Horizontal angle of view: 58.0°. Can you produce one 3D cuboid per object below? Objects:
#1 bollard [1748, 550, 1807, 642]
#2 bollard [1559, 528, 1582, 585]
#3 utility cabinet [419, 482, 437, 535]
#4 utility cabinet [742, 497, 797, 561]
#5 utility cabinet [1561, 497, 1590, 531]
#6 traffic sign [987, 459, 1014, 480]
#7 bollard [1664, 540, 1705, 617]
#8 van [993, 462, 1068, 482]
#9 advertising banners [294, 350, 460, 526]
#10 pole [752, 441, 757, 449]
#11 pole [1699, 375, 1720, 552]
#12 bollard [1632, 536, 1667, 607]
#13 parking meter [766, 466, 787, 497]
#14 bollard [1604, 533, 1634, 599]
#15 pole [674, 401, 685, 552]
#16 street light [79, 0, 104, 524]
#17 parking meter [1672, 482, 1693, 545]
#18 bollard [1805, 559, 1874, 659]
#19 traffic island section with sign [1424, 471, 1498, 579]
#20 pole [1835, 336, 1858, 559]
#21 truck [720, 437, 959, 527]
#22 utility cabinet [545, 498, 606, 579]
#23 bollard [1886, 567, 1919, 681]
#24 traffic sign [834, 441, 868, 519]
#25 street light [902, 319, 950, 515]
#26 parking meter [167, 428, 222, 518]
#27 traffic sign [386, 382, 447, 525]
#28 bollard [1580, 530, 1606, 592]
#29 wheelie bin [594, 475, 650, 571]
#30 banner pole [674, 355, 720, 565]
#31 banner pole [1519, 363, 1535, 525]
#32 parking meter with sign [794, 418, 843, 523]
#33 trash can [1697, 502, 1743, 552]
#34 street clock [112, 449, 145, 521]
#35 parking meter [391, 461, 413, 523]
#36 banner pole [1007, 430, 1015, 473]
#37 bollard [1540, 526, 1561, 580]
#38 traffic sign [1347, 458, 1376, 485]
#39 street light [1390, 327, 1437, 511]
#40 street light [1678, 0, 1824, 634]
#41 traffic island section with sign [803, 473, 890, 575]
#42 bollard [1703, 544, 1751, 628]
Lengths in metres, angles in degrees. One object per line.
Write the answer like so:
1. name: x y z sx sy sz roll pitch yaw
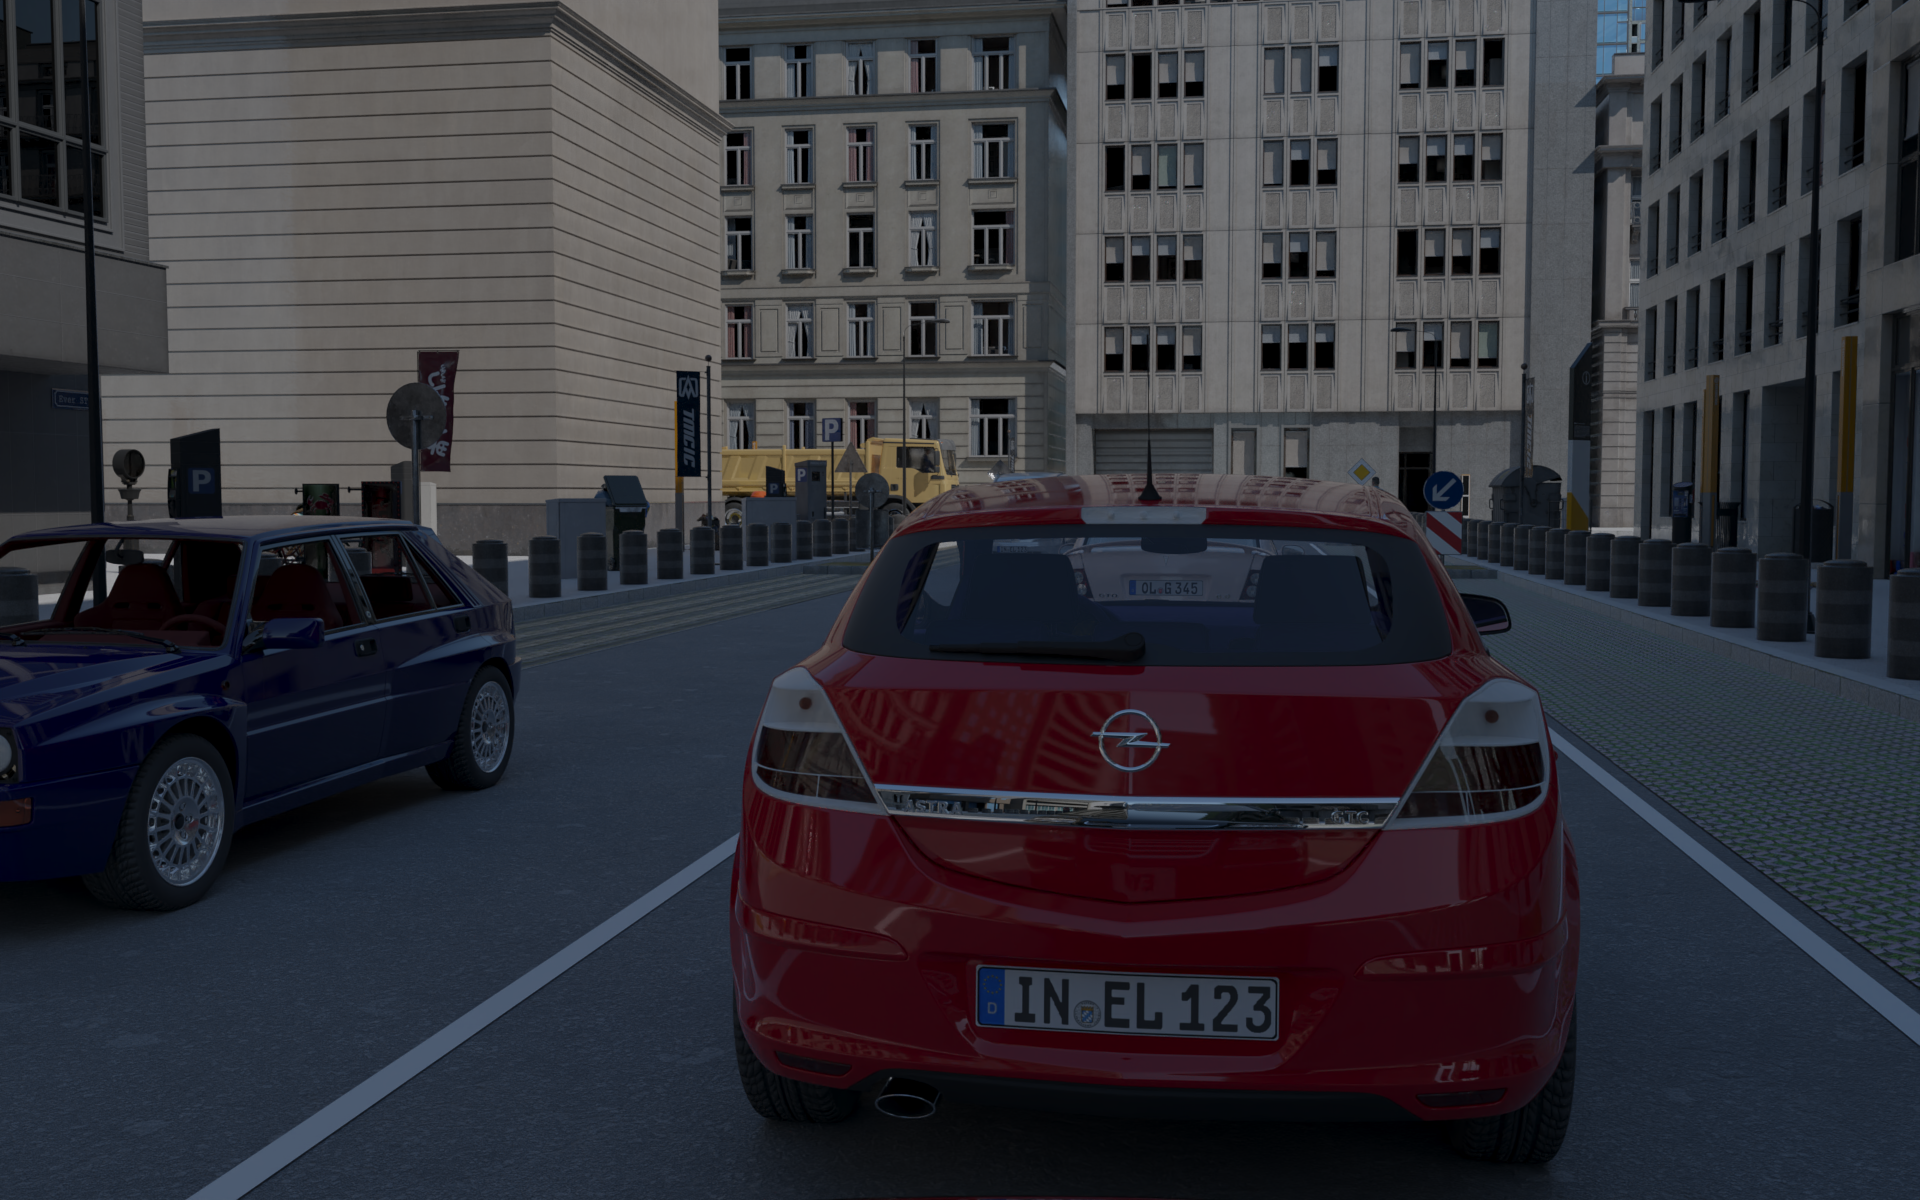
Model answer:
1. bollard: 7.208 -0.028 15.176 0.404 0.777 0.398 0 3 0
2. bollard: 8.765 -0.599 24.512 0.404 0.777 0.398 0 3 0
3. utility cabinet: -10.363 -1.442 32.255 1.173 1.500 0.318 0 4 5
4. utility cabinet: -3.669 -1.355 33.312 1.020 1.237 0.306 -2 4 -25
5. utility cabinet: 14.775 -1.862 41.606 0.306 1.237 1.020 3 5 42
6. traffic sign: 1.169 -2.856 50.346 0.795 2.450 0.064 1 4 9
7. bollard: 7.725 -0.218 18.281 0.404 0.777 0.398 0 3 0
8. van: 1.249 -1.539 32.179 2.013 2.044 4.112 1 4 10
9. advertising banners: -7.107 -1.528 21.163 2.074 3.025 0.090 0 4 3
10. pole: -7.936 -4.480 67.088 0.158 3.312 0.155 0 3 0
11. pole: 12.885 -2.195 29.734 0.158 3.312 0.155 0 3 0
12. bollard: 7.986 -0.313 19.840 0.404 0.777 0.398 0 3 0
13. parking meter: -3.806 -1.847 35.904 0.399 1.863 0.255 1 4 12
14. bollard: 8.246 -0.409 21.397 0.404 0.777 0.398 0 3 0
15. pole: -6.162 -2.703 38.033 0.158 3.312 0.155 0 3 0
16. street light: -6.385 -2.516 13.686 1.470 5.913 1.316 1 4 9
17. parking meter: 14.601 -1.628 35.022 0.372 1.533 0.369 0 3 0
18. bollard: 6.950 0.067 13.618 0.404 0.777 0.398 0 3 0
19. traffic island section with sign: 8.215 -1.315 30.132 1.989 1.847 2.006 1 4 9
20. pole: 11.498 -1.752 22.481 0.158 3.312 0.155 0 3 0
21. truck: -4.092 -3.959 60.659 9.791 3.379 3.469 1 4 10
22. utility cabinet: -5.872 -0.939 26.510 0.306 1.237 1.020 2 4 31
23. bollard: 6.688 0.162 12.061 0.404 0.777 0.398 0 3 0
24. traffic sign: -2.697 -2.613 42.727 0.884 2.594 0.081 1 4 19
25. street light: -0.954 -4.498 46.090 1.470 5.913 1.316 1 4 9
26. parking meter: -6.753 -0.587 15.308 0.399 1.863 0.255 -3 5 -42
27. traffic sign: -6.215 -1.203 19.779 0.768 2.556 0.104 1 4 14
28. bollard: 8.508 -0.503 22.947 0.404 0.777 0.398 0 3 0
29. wheelie bin: -5.713 -1.295 29.084 0.980 1.594 0.693 -3 5 -40
30. banner pole: -4.711 -2.511 31.076 0.863 3.779 0.401 -2 4 -33
31. banner pole: 10.779 -2.627 32.972 0.401 3.779 0.863 0 4 0
32. parking meter with sign: -3.386 -2.616 39.029 0.543 3.016 1.738 2 4 34
33. trash can: 13.691 -1.197 31.232 0.748 1.137 0.748 0 3 0
34. street clock: -13.411 -1.432 27.990 0.358 2.002 0.471 1 4 18
35. parking meter: -9.828 -1.521 30.572 0.399 1.863 0.255 2 4 32
36. banner pole: 1.988 -4.736 67.446 0.401 3.779 0.863 -1 4 -19
37. bollard: 9.026 -0.695 26.073 0.404 0.777 0.398 0 3 0
38. traffic sign: 11.271 -2.753 48.648 0.795 2.450 0.064 1 4 9
39. street light: 12.692 -4.637 48.363 1.470 5.913 1.316 1 4 9
40. street light: 7.272 -2.655 15.957 1.470 5.913 1.316 1 4 9
41. traffic island section with sign: -1.658 -1.403 31.564 1.989 1.847 2.006 1 4 9
42. bollard: 7.470 -0.123 16.726 0.404 0.777 0.398 0 3 0
